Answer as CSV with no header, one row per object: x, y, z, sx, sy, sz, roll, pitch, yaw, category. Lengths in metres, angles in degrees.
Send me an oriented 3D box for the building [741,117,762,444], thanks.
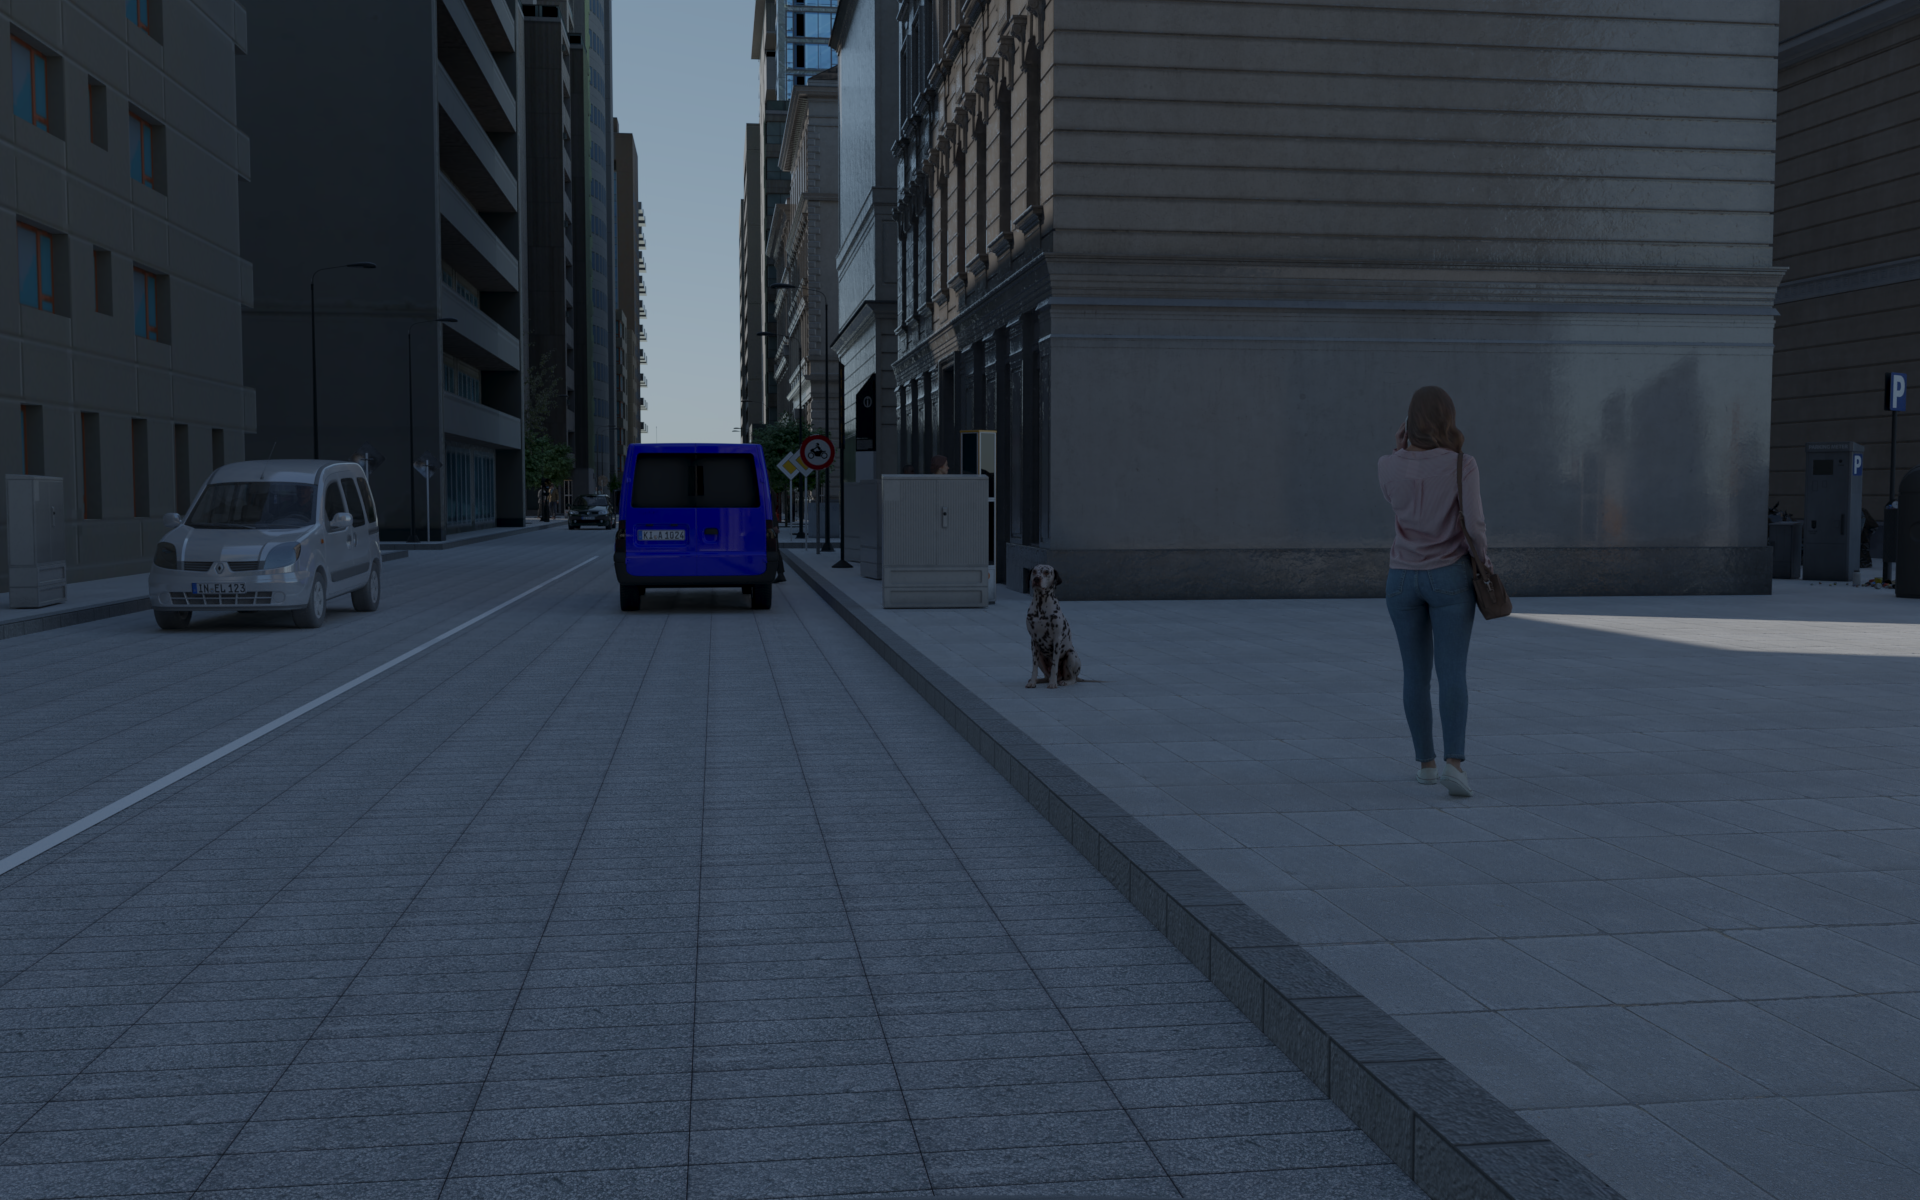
-16.144,-36.317,217.492,21.300,48.544,21.600,0,4,-8,building

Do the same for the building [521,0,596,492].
-34.272,-27.031,125.549,14.154,41.232,14.086,0,4,-8,building

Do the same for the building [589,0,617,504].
-40.589,-36.919,145.631,21.231,58.520,28.212,0,4,-8,building

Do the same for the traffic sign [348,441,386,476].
-12.967,-2.183,37.875,0.795,2.593,0.064,0,4,-8,traffic sign

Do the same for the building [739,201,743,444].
-23.446,-39.531,270.032,21.300,48.544,21.600,0,4,-8,building

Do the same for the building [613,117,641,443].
-46.004,-34.198,209.247,14.600,45.320,14.200,0,4,-8,building

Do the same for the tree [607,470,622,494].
-27.629,-8.823,138.856,1.663,3.219,1.824,0,3,0,tree

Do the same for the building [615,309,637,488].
-47.281,-20.157,174.605,27.650,21.520,28.899,0,4,-8,building

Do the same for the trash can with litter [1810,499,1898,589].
12.771,-0.760,23.479,1.678,1.210,2.233,0,4,2,trash can with litter

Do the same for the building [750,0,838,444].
-19.031,-56.878,242.625,22.319,86.520,31.000,0,4,-8,building

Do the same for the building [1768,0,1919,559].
27.953,-15.200,34.426,20.117,28.700,13.634,0,4,-8,building

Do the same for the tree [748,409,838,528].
-6.654,-5.095,67.023,4.285,4.588,4.351,0,3,0,tree

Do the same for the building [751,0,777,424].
-7.186,-36.310,182.911,28.713,52.752,27.495,0,4,-8,building

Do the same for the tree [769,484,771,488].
-7.891,-5.015,76.601,1.663,3.219,1.824,0,3,0,tree

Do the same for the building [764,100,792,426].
-7.789,-21.994,131.295,14.160,30.474,14.107,0,4,-8,building

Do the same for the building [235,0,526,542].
-26.040,-26.335,54.277,21.300,48.544,21.600,0,4,-8,building

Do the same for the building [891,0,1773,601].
4.436,-11.033,29.534,9.793,20.994,18.267,0,4,-8,building

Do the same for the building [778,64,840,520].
-3.591,-16.021,90.823,11.050,23.489,19.941,0,4,-8,building

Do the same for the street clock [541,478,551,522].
-18.866,-4.553,79.014,0.358,2.002,0.471,2,4,26,street clock

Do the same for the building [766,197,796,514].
-6.414,-16.879,112.129,11.583,22.565,21.152,0,4,-8,building

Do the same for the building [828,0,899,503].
10.695,-13.702,57.315,30.059,22.955,16.112,0,4,-8,building

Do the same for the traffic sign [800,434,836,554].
-3.030,-2.252,36.922,0.768,2.556,0.104,0,4,-4,traffic sign

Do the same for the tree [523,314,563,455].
-18.231,-7.291,69.576,4.360,8.622,3.978,0,3,0,tree

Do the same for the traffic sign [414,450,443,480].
-14.079,-2.666,45.783,0.795,2.593,0.064,0,4,-8,traffic sign

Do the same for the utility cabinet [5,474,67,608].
-10.541,-0.680,19.803,0.318,1.500,1.173,-1,4,-13,utility cabinet

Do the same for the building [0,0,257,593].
-26.571,-10.625,18.754,28.899,21.520,27.650,0,4,-8,building

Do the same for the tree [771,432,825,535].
-4.968,-3.649,54.269,1.663,3.219,1.824,0,3,0,tree

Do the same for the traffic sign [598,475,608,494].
-24.313,-7.200,117.820,0.768,2.556,0.104,0,3,0,traffic sign

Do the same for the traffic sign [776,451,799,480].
-4.575,-2.746,47.093,0.795,2.593,0.064,0,4,-8,traffic sign

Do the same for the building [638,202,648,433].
-57.537,-38.837,254.600,23.786,49.044,30.456,0,4,-8,building

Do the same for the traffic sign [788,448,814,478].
-3.463,-2.263,39.186,0.795,2.593,0.064,0,4,-8,traffic sign

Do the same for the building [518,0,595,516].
-29.489,-20.242,102.665,14.160,30.474,14.107,0,4,-8,building

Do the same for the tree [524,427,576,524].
-19.239,-5.590,75.112,4.285,4.588,4.351,0,3,0,tree
